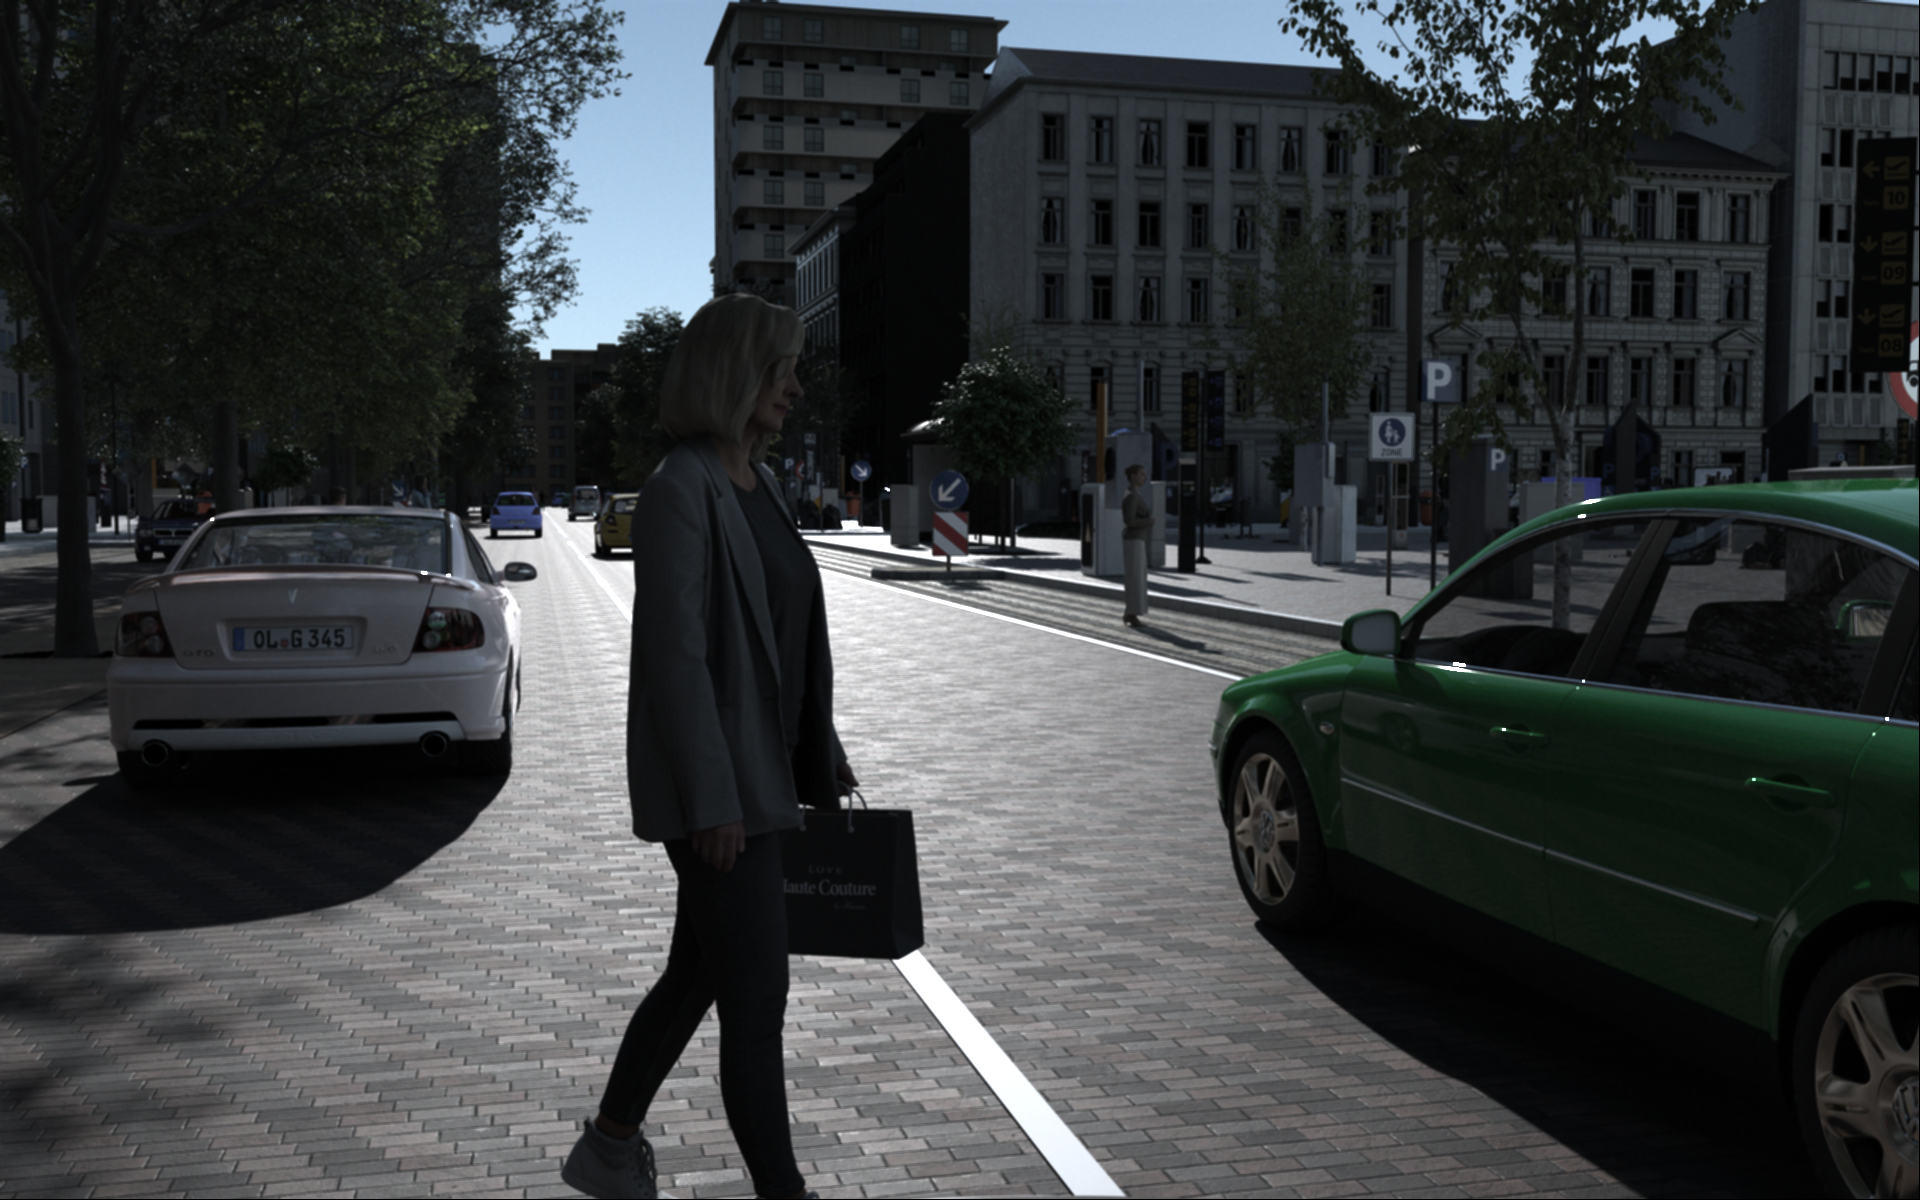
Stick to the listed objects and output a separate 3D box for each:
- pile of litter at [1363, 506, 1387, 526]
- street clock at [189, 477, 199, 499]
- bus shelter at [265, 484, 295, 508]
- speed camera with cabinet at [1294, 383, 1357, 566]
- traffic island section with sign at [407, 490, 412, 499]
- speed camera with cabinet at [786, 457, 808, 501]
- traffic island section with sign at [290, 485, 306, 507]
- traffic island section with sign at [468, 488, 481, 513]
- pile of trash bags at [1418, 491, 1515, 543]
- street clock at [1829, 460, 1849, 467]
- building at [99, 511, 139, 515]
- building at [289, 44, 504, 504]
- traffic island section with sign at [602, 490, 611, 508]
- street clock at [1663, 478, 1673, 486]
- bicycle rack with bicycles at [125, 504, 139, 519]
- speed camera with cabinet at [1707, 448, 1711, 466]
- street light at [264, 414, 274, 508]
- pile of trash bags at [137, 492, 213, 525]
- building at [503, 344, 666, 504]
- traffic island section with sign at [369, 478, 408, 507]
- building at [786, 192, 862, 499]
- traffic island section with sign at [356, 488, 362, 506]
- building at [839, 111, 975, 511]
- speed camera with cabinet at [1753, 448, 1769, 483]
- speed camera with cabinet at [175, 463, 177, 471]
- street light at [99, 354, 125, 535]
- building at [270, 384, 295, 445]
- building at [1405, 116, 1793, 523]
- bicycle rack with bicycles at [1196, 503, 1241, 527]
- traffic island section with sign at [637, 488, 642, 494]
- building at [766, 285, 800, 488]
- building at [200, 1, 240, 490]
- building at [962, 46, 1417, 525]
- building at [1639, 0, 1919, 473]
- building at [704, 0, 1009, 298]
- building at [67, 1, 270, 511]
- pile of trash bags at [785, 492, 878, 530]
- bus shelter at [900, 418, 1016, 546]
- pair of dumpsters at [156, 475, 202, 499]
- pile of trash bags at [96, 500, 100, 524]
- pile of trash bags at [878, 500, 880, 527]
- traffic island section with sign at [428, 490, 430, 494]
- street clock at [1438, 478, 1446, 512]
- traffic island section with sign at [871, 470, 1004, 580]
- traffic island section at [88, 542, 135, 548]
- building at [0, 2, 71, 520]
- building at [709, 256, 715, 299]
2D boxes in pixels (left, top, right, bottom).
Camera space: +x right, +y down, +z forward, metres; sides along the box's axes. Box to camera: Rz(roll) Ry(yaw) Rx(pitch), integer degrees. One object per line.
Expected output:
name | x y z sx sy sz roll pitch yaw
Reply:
pile of litter | 16.869 -3.451 70.392 1.719 0.858 1.176 -3 5 -41
street clock | -32.297 -4.188 73.047 0.358 2.002 0.471 -2 4 -27
bus shelter | -38.599 -6.434 99.125 2.014 3.302 5.546 -1 4 -14
speed camera with cabinet | 6.657 -2.274 31.516 0.660 3.252 2.038 2 4 29
traffic island section with sign | -48.800 -8.894 154.046 1.989 1.847 2.006 -1 4 -14
speed camera with cabinet | -8.192 -5.947 91.567 2.038 3.252 0.660 2 4 23
traffic island section with sign | -30.258 -4.318 79.227 1.989 1.847 2.006 -1 4 -14
traffic island section with sign | -36.247 -7.395 129.041 2.006 1.907 1.989 -1 4 -14
pile of trash bags | 13.436 -2.242 46.408 3.447 1.369 1.912 -3 5 -40
street clock | 18.615 -1.967 36.729 0.471 2.002 0.358 -3 5 -40
building | -57.436 -28.176 110.782 14.600 45.320 14.200 -1 4 -14
building | -74.816 -41.930 227.559 28.212 58.520 21.231 -1 4 -14
traffic island section with sign | -32.249 -9.123 157.796 1.989 1.847 2.006 -1 4 -14
street clock | 32.165 -4.533 78.684 0.358 2.002 0.471 0 4 -7
bicycle rack with bicycles | -40.760 -4.606 88.696 2.925 0.926 2.852 1 4 11
speed camera with cabinet | 32.244 -4.835 73.389 0.660 3.252 2.038 0 4 -5
street light | -34.859 -7.032 87.754 0.468 5.910 1.993 -1 4 -14
pile of trash bags | -30.823 -3.590 68.452 3.447 1.369 1.912 2 4 26
building | -47.833 -24.065 238.504 28.899 21.520 27.650 -1 4 -14
traffic island section with sign | -18.157 -2.934 56.104 2.006 1.907 1.989 -1 4 -14
building | -5.713 -18.195 126.374 11.050 23.489 19.941 -1 4 -14
traffic island section with sign | -36.847 -5.944 105.815 1.989 1.847 2.006 -1 4 -14
building | -0.160 -17.106 109.356 12.332 23.373 15.834 -1 4 -14
speed camera with cabinet | 34.569 -4.963 75.477 0.660 3.252 2.038 0 4 -7
speed camera with cabinet | -43.448 -6.114 94.294 2.038 3.252 0.660 -1 4 -9
street light | -26.610 -4.997 54.487 0.468 5.910 1.993 -1 4 -14
building | -76.869 -24.938 179.434 14.107 30.474 14.160 -1 4 -14
building | 28.247 -13.420 84.050 19.286 19.102 10.561 -1 4 -14
bicycle rack with bicycles | 9.410 -3.416 69.232 2.925 0.926 2.852 2 4 34
traffic island section with sign | -20.175 -6.143 109.073 1.989 1.847 2.006 -1 4 -14
building | -5.480 -19.309 160.747 27.650 21.520 28.899 -1 4 -14
building | -69.573 -50.307 135.195 22.319 86.520 31.000 -1 4 -14
building | 10.140 -14.059 79.008 18.267 20.994 9.793 -1 4 -14
building | 47.268 -16.602 89.460 19.932 24.808 12.078 -1 4 -14
building | -11.665 -36.576 187.259 28.713 52.752 27.495 -1 4 -14
building | -72.214 -31.137 159.205 14.600 45.320 14.200 -1 4 -14
pile of trash bags | -5.042 -3.315 63.956 3.447 1.369 1.912 -3 5 -44
bus shelter | 0.019 -3.092 44.477 2.014 3.302 5.546 -1 4 -14
pair of dumpsters | -34.210 -4.462 75.442 1.574 2.255 4.437 -1 4 -14
pile of trash bags | -38.059 -3.958 74.460 1.912 1.369 3.447 -2 4 -27
pile of trash bags | -2.322 -3.624 69.007 3.447 1.369 1.912 -1 4 -13
traffic island section with sign | -55.296 -10.494 180.210 1.989 1.847 2.006 -1 4 -14
street clock | 19.940 -4.105 71.683 0.358 2.002 0.471 2 4 28
traffic island section with sign | -0.460 -1.278 29.517 1.989 1.847 2.006 -1 4 -14
traffic island section | -22.624 -1.520 47.128 2.009 0.180 2.903 -1 4 -14
building | -56.667 -32.938 80.539 21.231 58.520 28.212 -1 4 -14
building | -22.296 -33.897 246.102 23.993 40.220 32.217 -1 4 -14
